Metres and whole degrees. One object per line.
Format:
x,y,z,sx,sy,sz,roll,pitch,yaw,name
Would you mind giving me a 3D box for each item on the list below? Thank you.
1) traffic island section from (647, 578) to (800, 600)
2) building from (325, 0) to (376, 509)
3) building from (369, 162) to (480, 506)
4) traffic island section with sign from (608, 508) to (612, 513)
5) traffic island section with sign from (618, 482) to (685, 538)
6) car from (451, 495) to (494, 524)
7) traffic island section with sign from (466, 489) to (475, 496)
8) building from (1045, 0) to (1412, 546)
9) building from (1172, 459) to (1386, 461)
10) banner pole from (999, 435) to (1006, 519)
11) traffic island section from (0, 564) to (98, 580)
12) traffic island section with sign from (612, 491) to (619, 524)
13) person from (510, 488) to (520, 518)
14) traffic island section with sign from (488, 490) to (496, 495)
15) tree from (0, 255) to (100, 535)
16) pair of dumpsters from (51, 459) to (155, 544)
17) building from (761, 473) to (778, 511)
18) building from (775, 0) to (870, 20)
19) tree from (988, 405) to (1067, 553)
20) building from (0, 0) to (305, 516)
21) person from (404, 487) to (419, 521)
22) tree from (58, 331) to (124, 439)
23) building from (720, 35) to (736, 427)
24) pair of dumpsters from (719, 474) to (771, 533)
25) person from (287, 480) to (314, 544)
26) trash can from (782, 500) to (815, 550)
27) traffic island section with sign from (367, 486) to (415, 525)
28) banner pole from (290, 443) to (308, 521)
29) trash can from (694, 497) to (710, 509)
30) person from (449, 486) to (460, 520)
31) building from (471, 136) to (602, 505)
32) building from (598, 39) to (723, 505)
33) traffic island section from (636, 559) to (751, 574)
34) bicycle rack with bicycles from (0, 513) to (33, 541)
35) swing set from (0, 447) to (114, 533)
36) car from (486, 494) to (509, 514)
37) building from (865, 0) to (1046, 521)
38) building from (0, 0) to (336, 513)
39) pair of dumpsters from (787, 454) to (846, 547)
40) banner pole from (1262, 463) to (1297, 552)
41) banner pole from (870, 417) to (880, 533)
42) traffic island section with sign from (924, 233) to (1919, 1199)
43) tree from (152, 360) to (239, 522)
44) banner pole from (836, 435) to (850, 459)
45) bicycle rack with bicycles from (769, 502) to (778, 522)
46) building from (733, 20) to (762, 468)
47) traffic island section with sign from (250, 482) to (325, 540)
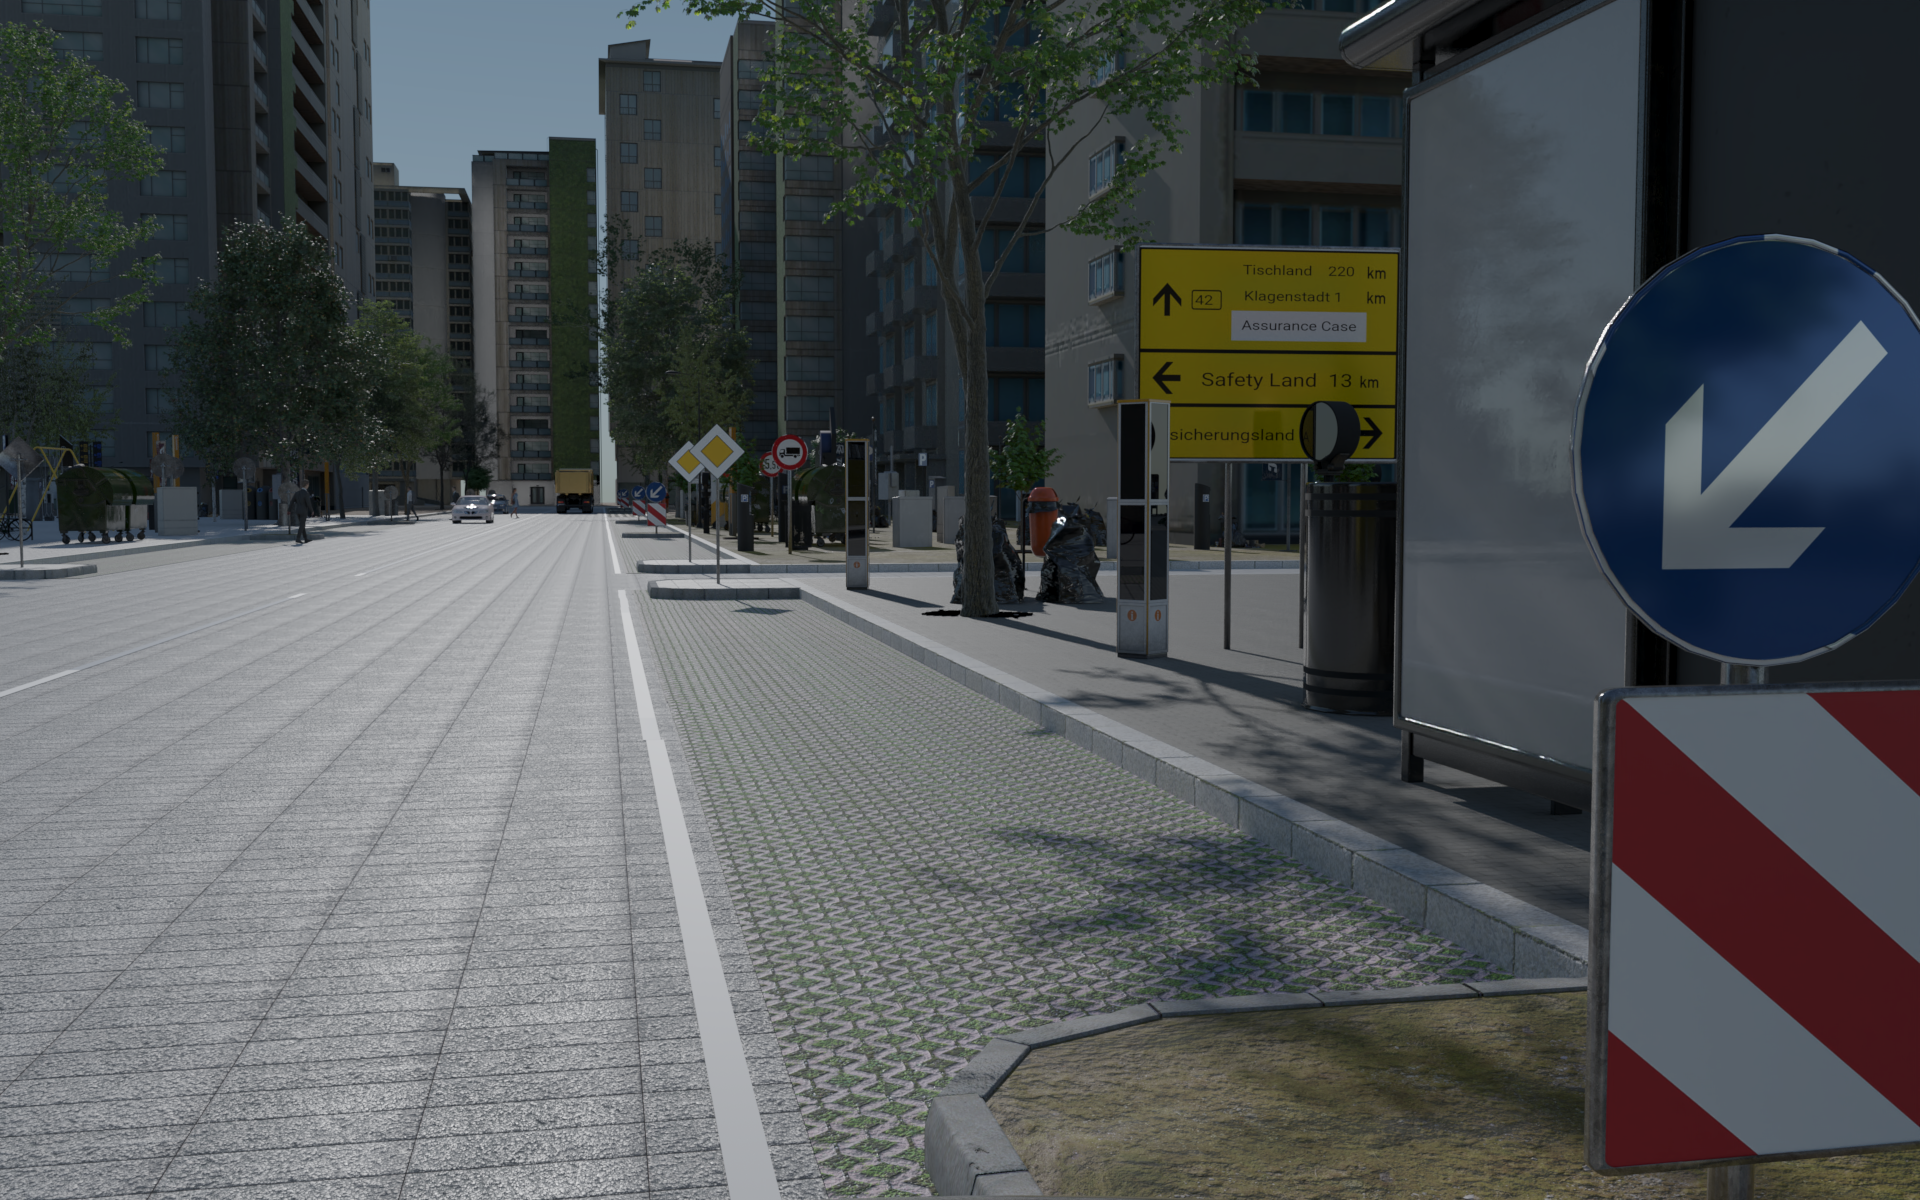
-3.437,-0.153,24.784,2.009,0.180,2.903,-1,4,-12,traffic island section
-66.268,-34.351,150.873,27.495,52.752,28.713,-1,4,-12,building
-69.465,-31.400,205.270,23.993,40.220,32.217,-1,4,-12,building
-25.721,-7.561,132.247,1.989,1.847,2.006,-1,4,-12,traffic island section with sign
-10.093,-2.948,56.833,1.989,1.847,2.006,-1,4,-12,traffic island section with sign
-24.137,-4.497,85.895,2.083,1.381,4.827,-1,4,-13,car
-36.932,-7.474,130.825,1.989,1.847,2.006,-1,4,-12,traffic island section with sign
13.969,-26.305,53.787,21.600,48.544,21.300,-1,4,-12,building
26.966,-19.983,171.768,28.899,21.520,27.650,-1,4,-12,building
1.943,-5.136,73.986,0.863,3.779,0.401,-1,4,-8,banner pole
-16.410,-0.488,30.263,2.009,0.180,2.903,-1,4,-12,traffic island section
-15.560,-4.563,83.230,1.989,1.847,2.006,-1,4,-12,traffic island section with sign
-26.697,-5.816,103.693,0.778,1.811,0.616,2,4,31,person
-42.481,-9.104,157.485,1.989,1.847,2.006,-1,4,-12,traffic island section with sign
-29.259,-6.344,54.086,4.360,8.622,3.978,0,3,0,tree
-22.848,-2.675,46.231,1.574,2.255,4.437,-1,4,-12,pair of dumpsters
0.340,-27.291,138.083,32.217,40.220,23.993,-1,4,-12,building
-5.570,-26.524,117.268,14.154,41.232,14.086,-1,4,-12,building
1.232,-2.650,37.930,1.663,3.219,1.824,0,3,0,tree
-49.409,-25.886,106.825,14.154,41.232,14.086,-1,4,-12,building
-28.910,-5.058,91.297,0.850,1.850,0.679,1,4,16,person
-40.783,-7.890,79.358,4.737,8.622,4.395,0,3,0,tree
-15.750,-31.701,168.425,14.600,45.320,14.200,-1,4,-12,building
-7.329,-3.481,59.415,1.574,2.255,4.437,-1,4,-12,pair of dumpsters
-19.032,-2.567,50.250,0.659,1.850,0.755,2,4,27,person
-3.694,-1.708,39.578,0.748,1.137,0.748,0,3,0,trash can
-26.670,-4.444,81.281,1.989,1.847,2.006,-1,4,-12,traffic island section with sign
-31.969,-5.729,83.680,0.863,3.779,0.401,-3,4,-38,banner pole
-11.538,-4.027,77.489,0.748,1.137,0.748,0,3,0,trash can
-26.997,-5.155,92.566,0.755,1.850,0.659,-2,4,-32,person
-48.889,-31.624,200.642,14.086,41.232,14.154,-1,4,-12,building
-29.786,-38.055,211.444,27.495,52.752,28.713,-1,4,-12,building
-5.059,-0.631,32.603,2.009,0.180,2.903,-1,4,-12,traffic island section
-26.574,-2.064,47.126,2.925,0.926,2.852,0,4,6,bicycle rack with bicycles
-30.526,-3.711,58.300,2.862,2.851,3.119,-1,4,-9,swing set
-33.179,-6.826,123.613,2.014,1.417,4.499,-1,4,-11,car
6.957,-29.108,95.532,23.786,49.044,30.456,-1,4,-12,building
-57.654,-30.543,123.085,21.300,48.544,21.600,-1,4,-12,building
-3.367,-2.526,43.801,1.574,2.255,4.437,-1,4,-12,pair of dumpsters
7.146,-2.982,38.768,0.863,3.779,0.401,2,4,30,banner pole
-2.765,-4.052,56.260,0.401,3.779,0.863,-1,4,-12,banner pole
0.984,0.319,3.406,1.989,1.847,2.006,-1,4,-12,traffic island section with sign
-34.562,-7.896,79.460,4.360,8.622,3.978,0,3,0,tree
-4.962,-5.111,73.576,0.863,3.779,0.401,0,4,0,banner pole
-9.470,-4.125,80.832,2.925,0.926,2.852,-1,4,-22,bicycle rack with bicycles
-13.166,-28.812,154.669,14.154,41.232,14.086,-1,4,-12,building
-21.099,-2.801,54.420,1.989,1.847,2.006,-1,4,-12,traffic island section with sign
